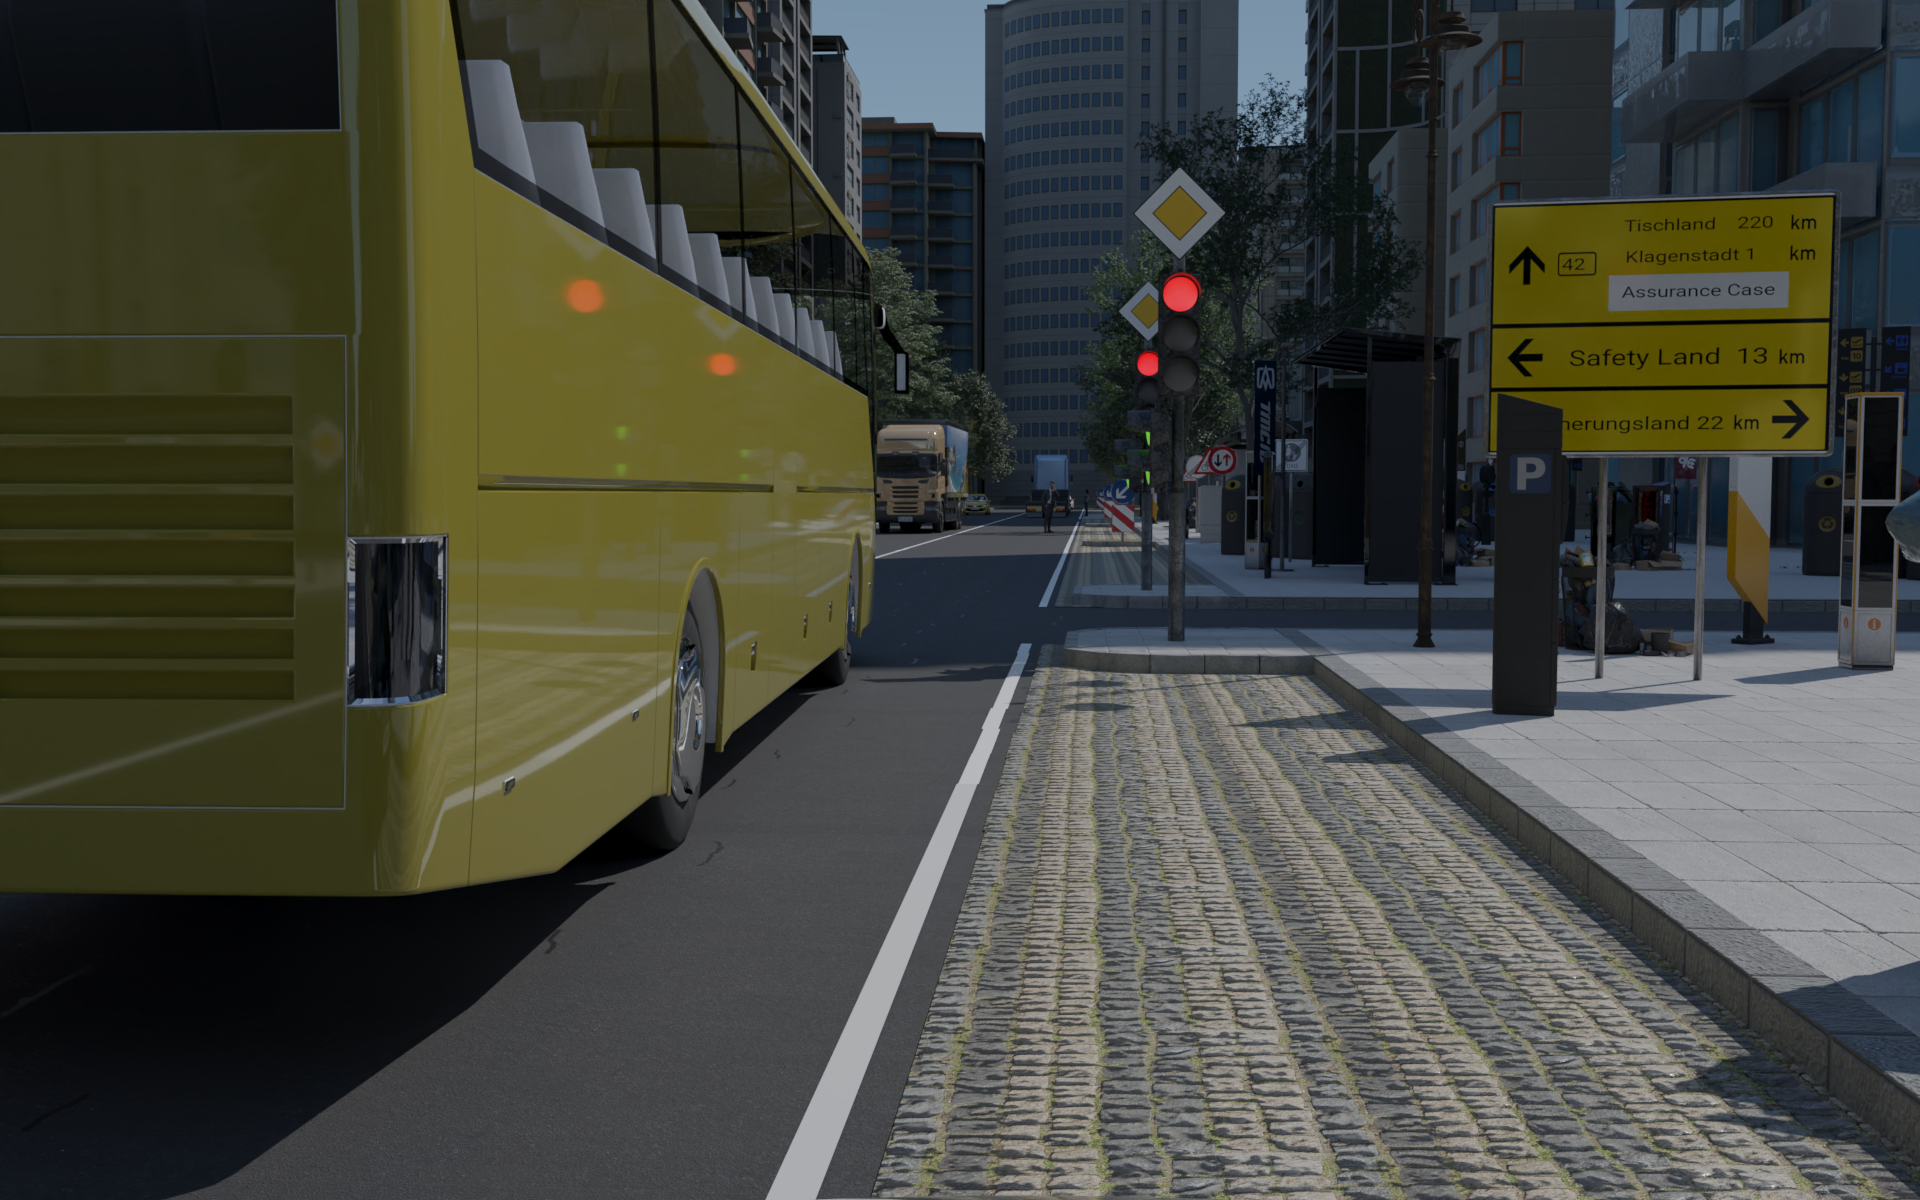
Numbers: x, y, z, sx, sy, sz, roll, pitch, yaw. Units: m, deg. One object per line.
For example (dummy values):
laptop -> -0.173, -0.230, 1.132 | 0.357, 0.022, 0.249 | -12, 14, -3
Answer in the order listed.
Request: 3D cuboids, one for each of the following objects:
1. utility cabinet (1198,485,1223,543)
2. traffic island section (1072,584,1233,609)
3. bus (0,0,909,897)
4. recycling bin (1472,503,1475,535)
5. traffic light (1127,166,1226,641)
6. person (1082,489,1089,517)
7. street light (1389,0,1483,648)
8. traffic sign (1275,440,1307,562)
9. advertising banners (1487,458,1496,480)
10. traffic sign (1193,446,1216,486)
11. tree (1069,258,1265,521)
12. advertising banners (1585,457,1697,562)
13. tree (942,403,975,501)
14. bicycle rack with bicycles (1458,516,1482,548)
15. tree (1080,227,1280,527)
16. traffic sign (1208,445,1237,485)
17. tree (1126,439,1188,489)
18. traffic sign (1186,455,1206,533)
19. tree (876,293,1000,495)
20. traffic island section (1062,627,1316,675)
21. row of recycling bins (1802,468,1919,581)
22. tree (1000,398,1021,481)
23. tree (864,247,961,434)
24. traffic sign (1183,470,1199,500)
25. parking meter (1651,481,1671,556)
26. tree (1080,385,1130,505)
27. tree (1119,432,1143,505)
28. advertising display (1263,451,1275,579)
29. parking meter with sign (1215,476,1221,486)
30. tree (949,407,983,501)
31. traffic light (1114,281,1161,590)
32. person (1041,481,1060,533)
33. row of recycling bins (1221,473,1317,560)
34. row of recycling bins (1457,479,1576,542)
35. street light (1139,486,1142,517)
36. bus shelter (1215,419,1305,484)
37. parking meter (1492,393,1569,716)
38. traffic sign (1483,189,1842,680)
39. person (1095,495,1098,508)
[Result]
utility cabinet -> 6.804, -2.202, 44.684 | 1.173, 1.500, 0.318 | 2, 4, 35
traffic island section -> 2.510, -0.051, 23.107 | 2.009, 0.180, 2.903 | 0, 4, 4
bus -> -2.164, -1.117, 9.810 | 2.896, 3.916, 12.252 | 0, 4, 2
recycling bin -> 14.118, -2.243, 49.223 | 0.722, 1.027, 0.722 | -1, 4, -17
traffic light -> 1.873, -1.597, 15.034 | 0.839, 4.253, 0.868 | 0, 4, 4
person -> 7.919, -6.139, 109.586 | 0.721, 1.735, 1.217 | -1, 4, -11
street light -> 3.897, -2.543, 14.363 | 0.468, 5.910, 1.993 | 0, 4, 4
traffic sign -> 6.196, -1.855, 32.455 | 0.606, 2.300, 0.079 | 1, 4, 11
advertising banners -> 18.287, -3.960, 60.939 | 0.090, 3.025, 2.074 | -1, 4, -11
traffic sign -> 6.742, -2.860, 46.773 | 0.884, 2.594, 0.081 | 0, 4, 7
tree -> 9.843, -10.163, 83.177 | 9.611, 12.733, 9.660 | 0, 3, 0
advertising banners -> 12.434, -2.155, 31.428 | 2.074, 3.025, 0.090 | 0, 4, 4
tree -> -0.565, -11.220, 133.813 | 4.360, 8.622, 3.978 | 0, 3, 0
bicycle rack with bicycles -> 10.769, -1.673, 40.732 | 2.925, 0.926, 2.852 | 0, 4, 6
tree -> 8.381, -8.607, 66.481 | 9.928, 11.665, 9.643 | 0, 3, 0
traffic sign -> 6.894, -2.778, 45.532 | 0.768, 2.556, 0.104 | 1, 4, 12
tree -> 13.741, -10.926, 128.999 | 4.737, 8.622, 4.395 | 0, 3, 0
traffic sign -> 7.803, -3.479, 56.988 | 0.768, 2.556, 0.104 | 1, 4, 13
tree -> -3.685, -11.037, 97.461 | 9.611, 12.733, 9.660 | 0, 3, 0
traffic island section -> 1.912, 0.436, 15.145 | 2.009, 0.180, 2.903 | 0, 4, 4
row of recycling bins -> 14.354, -1.163, 26.130 | 1.069, 1.692, 3.534 | -2, 4, -25
tree -> 0.895, -14.693, 157.240 | 9.611, 12.733, 9.660 | 0, 3, 0
tree -> -3.857, -9.863, 79.392 | 7.486, 12.596, 7.792 | 0, 3, 0
traffic sign -> 10.193, -4.723, 77.219 | 0.884, 2.594, 0.081 | 0, 4, 7
parking meter -> 13.551, -1.538, 33.554 | 0.372, 1.533, 0.369 | 0, 3, 0
tree -> 13.934, -13.879, 145.051 | 7.486, 12.596, 7.792 | 0, 3, 0
tree -> 15.638, -12.645, 157.100 | 4.360, 8.622, 3.978 | 0, 3, 0
advertising display -> 4.743, -1.307, 26.584 | 0.123, 1.923, 0.974 | 1, 4, 13
parking meter with sign -> 11.471, -4.833, 75.282 | 1.738, 3.016, 0.543 | -1, 4, -15
tree -> -0.295, -11.987, 146.351 | 4.737, 8.622, 4.395 | 0, 3, 0
traffic light -> 2.471, -2.084, 22.996 | 0.839, 4.253, 0.868 | 0, 4, 4
person -> 3.341, -3.422, 63.816 | 0.648, 1.900, 0.474 | -3, 4, -36
row of recycling bins -> 6.478, -1.732, 35.433 | 1.069, 1.692, 3.534 | -1, 4, -21
row of recycling bins -> 14.863, -2.446, 47.098 | 3.534, 1.692, 1.069 | 1, 4, 8
street light -> 10.165, -7.609, 97.197 | 0.468, 5.910, 1.993 | 0, 4, 4
bus shelter -> 8.451, -3.384, 49.249 | 2.014, 3.302, 5.546 | 0, 4, 4
parking meter -> 3.323, -0.268, 10.090 | 0.399, 1.863, 0.255 | 1, 4, 16
traffic sign -> 4.767, -1.102, 11.891 | 2.265, 3.308, 0.079 | 1, 4, 11
person -> 13.282, -9.580, 165.851 | 1.217, 1.743, 0.721 | 1, 4, 22
